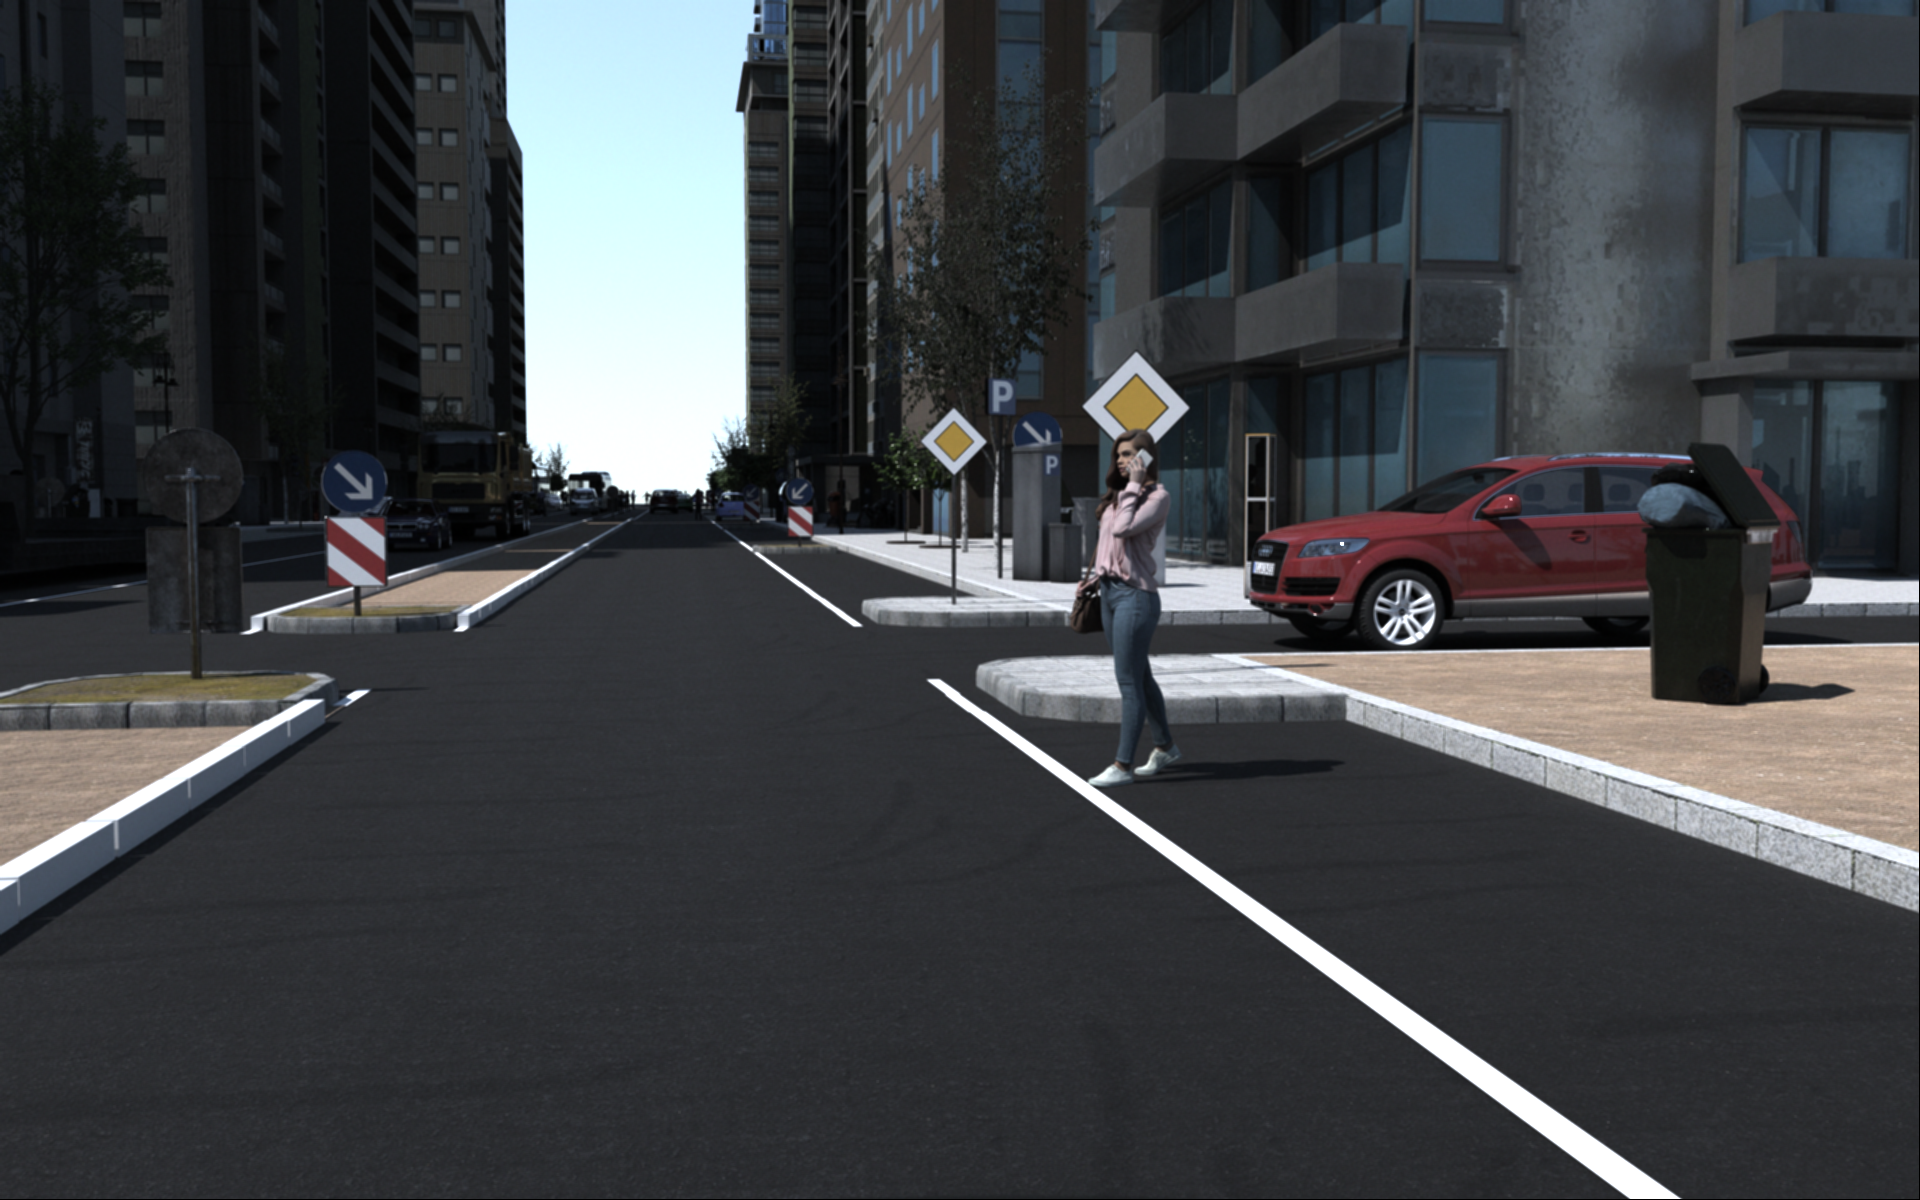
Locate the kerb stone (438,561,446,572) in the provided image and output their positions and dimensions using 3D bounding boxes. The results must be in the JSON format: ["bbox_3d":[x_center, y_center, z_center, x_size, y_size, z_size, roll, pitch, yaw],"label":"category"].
[{"bbox_3d":[-9.609,-0.586,31.785,0.120,0.150,1.000,-1,4,-9],"label":"kerb stone"}]

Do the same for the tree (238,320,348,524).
[{"bbox_3d":[-28.531,-7.537,73.595,4.737,8.622,4.395,0,3,0],"label":"tree"}]

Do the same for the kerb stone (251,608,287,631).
[{"bbox_3d":[-7.449,0.219,18.642,0.120,0.150,1.000,-1,4,-9],"label":"kerb stone"}]

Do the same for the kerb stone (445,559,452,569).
[{"bbox_3d":[-9.793,-0.643,32.801,0.120,0.150,1.000,-1,4,-9],"label":"kerb stone"}]

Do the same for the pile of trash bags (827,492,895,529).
[{"bbox_3d":[-3.292,-3.335,64.273,3.447,1.369,1.912,-2,4,-26],"label":"pile of trash bags"}]

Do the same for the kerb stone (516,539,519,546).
[{"bbox_3d":[-12.120,-1.513,46.951,0.120,0.150,1.000,-1,4,-9],"label":"kerb stone"}]

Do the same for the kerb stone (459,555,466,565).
[{"bbox_3d":[-10.116,-0.772,34.826,0.120,0.150,1.000,-1,4,-9],"label":"kerb stone"}]

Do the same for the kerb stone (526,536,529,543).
[{"bbox_3d":[-12.621,-1.699,49.979,0.120,0.150,1.000,-1,4,-9],"label":"kerb stone"}]

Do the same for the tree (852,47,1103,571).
[{"bbox_3d":[0.566,-4.814,29.076,4.360,8.622,3.978,0,3,0],"label":"tree"}]

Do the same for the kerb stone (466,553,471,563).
[{"bbox_3d":[-10.284,-0.832,35.834,0.120,0.150,1.000,-1,4,-9],"label":"kerb stone"}]

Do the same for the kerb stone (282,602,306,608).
[{"bbox_3d":[-7.621,0.156,19.649,0.120,0.150,1.000,-1,4,-9],"label":"kerb stone"}]

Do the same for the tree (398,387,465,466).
[{"bbox_3d":[-36.185,-10.296,118.699,4.360,8.622,3.978,0,3,0],"label":"tree"}]

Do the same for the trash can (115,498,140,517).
[{"bbox_3d":[-27.553,-2.794,57.328,0.748,1.137,0.748,0,3,0],"label":"trash can"}]

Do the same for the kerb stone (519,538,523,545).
[{"bbox_3d":[-12.289,-1.576,47.959,0.120,0.150,1.000,-1,4,-9],"label":"kerb stone"}]

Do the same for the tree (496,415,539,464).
[{"bbox_3d":[-42.730,-12.891,161.134,4.737,8.622,4.395,0,3,0],"label":"tree"}]

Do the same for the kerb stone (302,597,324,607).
[{"bbox_3d":[-7.786,0.094,20.663,0.120,0.150,1.000,-1,4,-9],"label":"kerb stone"}]

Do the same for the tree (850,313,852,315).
[{"bbox_3d":[-0.132,-5.342,37.697,4.360,8.622,3.978,0,3,0],"label":"tree"}]

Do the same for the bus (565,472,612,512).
[{"bbox_3d":[-29.307,-8.719,137.407,2.948,3.499,13.247,0,4,-8],"label":"bus"}]

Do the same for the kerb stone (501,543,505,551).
[{"bbox_3d":[-11.454,-1.267,42.910,0.120,0.150,1.000,-1,4,-9],"label":"kerb stone"}]

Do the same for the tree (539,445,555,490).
[{"bbox_3d":[-47.649,-14.543,188.146,4.737,8.622,4.395,0,3,0],"label":"tree"}]

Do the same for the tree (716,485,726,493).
[{"bbox_3d":[-27.489,-12.612,200.813,1.663,3.219,1.824,0,3,0],"label":"tree"}]

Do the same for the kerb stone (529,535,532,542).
[{"bbox_3d":[-12.782,-1.761,50.988,0.120,0.150,1.000,-1,4,-9],"label":"kerb stone"}]

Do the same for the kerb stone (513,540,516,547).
[{"bbox_3d":[-11.952,-1.452,45.942,0.120,0.150,1.000,-1,4,-9],"label":"kerb stone"}]

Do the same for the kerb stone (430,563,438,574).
[{"bbox_3d":[-9.457,-0.525,30.774,0.120,0.150,1.000,-1,4,-9],"label":"kerb stone"}]

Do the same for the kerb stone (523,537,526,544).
[{"bbox_3d":[-12.457,-1.637,48.967,0.120,0.150,1.000,-1,4,-9],"label":"kerb stone"}]

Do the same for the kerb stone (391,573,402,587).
[{"bbox_3d":[-8.786,-0.275,26.732,0.120,0.150,1.000,-1,4,-9],"label":"kerb stone"}]

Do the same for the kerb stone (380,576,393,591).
[{"bbox_3d":[-8.611,-0.216,25.725,0.120,0.150,1.000,-1,4,-9],"label":"kerb stone"}]

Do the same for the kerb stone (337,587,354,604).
[{"bbox_3d":[-8.120,-0.029,22.680,0.120,0.150,1.000,-1,4,-9],"label":"kerb stone"}]

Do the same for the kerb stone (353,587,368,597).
[{"bbox_3d":[-8.286,-0.092,23.692,0.120,0.150,1.000,-1,4,-9],"label":"kerb stone"}]

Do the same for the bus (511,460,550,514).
[{"bbox_3d":[-31.613,-8.227,126.058,2.896,3.916,12.252,-1,4,-9],"label":"bus"}]

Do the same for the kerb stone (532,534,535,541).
[{"bbox_3d":[-12.949,-1.823,51.997,0.120,0.150,1.000,-1,4,-9],"label":"kerb stone"}]

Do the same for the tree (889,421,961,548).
[{"bbox_3d":[-0.404,-2.865,41.447,1.663,3.219,1.824,0,3,0],"label":"tree"}]

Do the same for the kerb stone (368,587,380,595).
[{"bbox_3d":[-8.457,-0.154,24.707,0.120,0.150,1.000,-1,4,-9],"label":"kerb stone"}]

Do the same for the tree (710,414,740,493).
[{"bbox_3d":[-20.615,-12.712,158.203,4.737,8.622,4.395,0,3,0],"label":"tree"}]

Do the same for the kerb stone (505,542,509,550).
[{"bbox_3d":[-11.620,-1.329,43.922,0.120,0.150,1.000,-1,4,-9],"label":"kerb stone"}]

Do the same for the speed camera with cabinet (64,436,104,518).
[{"bbox_3d":[-29.653,-3.931,58.605,2.038,3.252,0.660,3,5,44],"label":"speed camera with cabinet"}]

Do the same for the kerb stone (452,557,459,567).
[{"bbox_3d":[-9.949,-0.711,33.814,0.120,0.150,1.000,-1,4,-9],"label":"kerb stone"}]

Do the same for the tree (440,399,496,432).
[{"bbox_3d":[-39.109,-11.338,135.735,4.737,8.622,4.395,0,3,0],"label":"tree"}]

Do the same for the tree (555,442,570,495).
[{"bbox_3d":[-55.825,-17.654,239.003,4.737,8.622,4.395,0,3,0],"label":"tree"}]

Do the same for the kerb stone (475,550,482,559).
[{"bbox_3d":[-10.620,-0.954,37.857,0.120,0.150,1.000,-1,4,-9],"label":"kerb stone"}]

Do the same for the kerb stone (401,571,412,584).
[{"bbox_3d":[-8.955,-0.339,27.740,0.120,0.150,1.000,-1,4,-9],"label":"kerb stone"}]

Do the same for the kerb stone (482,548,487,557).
[{"bbox_3d":[-10.791,-1.020,38.870,0.120,0.150,1.000,-1,4,-9],"label":"kerb stone"}]

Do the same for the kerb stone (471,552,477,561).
[{"bbox_3d":[-10.456,-0.893,36.841,0.120,0.150,1.000,-1,4,-9],"label":"kerb stone"}]

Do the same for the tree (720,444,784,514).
[{"bbox_3d":[-12.836,-7.840,111.899,4.285,4.588,4.351,0,3,0],"label":"tree"}]

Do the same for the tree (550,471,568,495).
[{"bbox_3d":[-56.915,-15.909,243.824,4.285,4.588,4.351,0,3,0],"label":"tree"}]

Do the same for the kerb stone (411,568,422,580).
[{"bbox_3d":[-9.117,-0.398,28.756,0.120,0.150,1.000,-1,4,-9],"label":"kerb stone"}]

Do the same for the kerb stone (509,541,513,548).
[{"bbox_3d":[-11.782,-1.390,44.931,0.120,0.150,1.000,-1,4,-9],"label":"kerb stone"}]

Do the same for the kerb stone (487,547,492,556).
[{"bbox_3d":[-10.957,-1.082,39.878,0.120,0.150,1.000,-1,4,-9],"label":"kerb stone"}]

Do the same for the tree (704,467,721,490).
[{"bbox_3d":[-24.324,-12.167,182.642,4.285,4.588,4.351,0,3,0],"label":"tree"}]

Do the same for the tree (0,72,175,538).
[{"bbox_3d":[-23.970,-7.232,43.998,9.928,11.665,9.643,0,3,0],"label":"tree"}]

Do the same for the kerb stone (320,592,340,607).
[{"bbox_3d":[-7.953,0.032,21.671,0.120,0.150,1.000,-1,4,-9],"label":"kerb stone"}]

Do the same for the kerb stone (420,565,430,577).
[{"bbox_3d":[-9.287,-0.463,29.763,0.120,0.150,1.000,-1,4,-9],"label":"kerb stone"}]

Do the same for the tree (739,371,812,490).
[{"bbox_3d":[-10.743,-9.394,103.955,4.737,8.622,4.395,0,3,0],"label":"tree"}]

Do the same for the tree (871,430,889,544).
[{"bbox_3d":[-1.526,-3.073,44.847,1.663,3.219,1.824,0,3,0],"label":"tree"}]

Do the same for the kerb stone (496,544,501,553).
[{"bbox_3d":[-11.288,-1.205,41.902,0.120,0.150,1.000,-1,4,-9],"label":"kerb stone"}]

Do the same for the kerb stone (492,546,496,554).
[{"bbox_3d":[-11.119,-1.144,40.893,0.120,0.150,1.000,-1,4,-9],"label":"kerb stone"}]
